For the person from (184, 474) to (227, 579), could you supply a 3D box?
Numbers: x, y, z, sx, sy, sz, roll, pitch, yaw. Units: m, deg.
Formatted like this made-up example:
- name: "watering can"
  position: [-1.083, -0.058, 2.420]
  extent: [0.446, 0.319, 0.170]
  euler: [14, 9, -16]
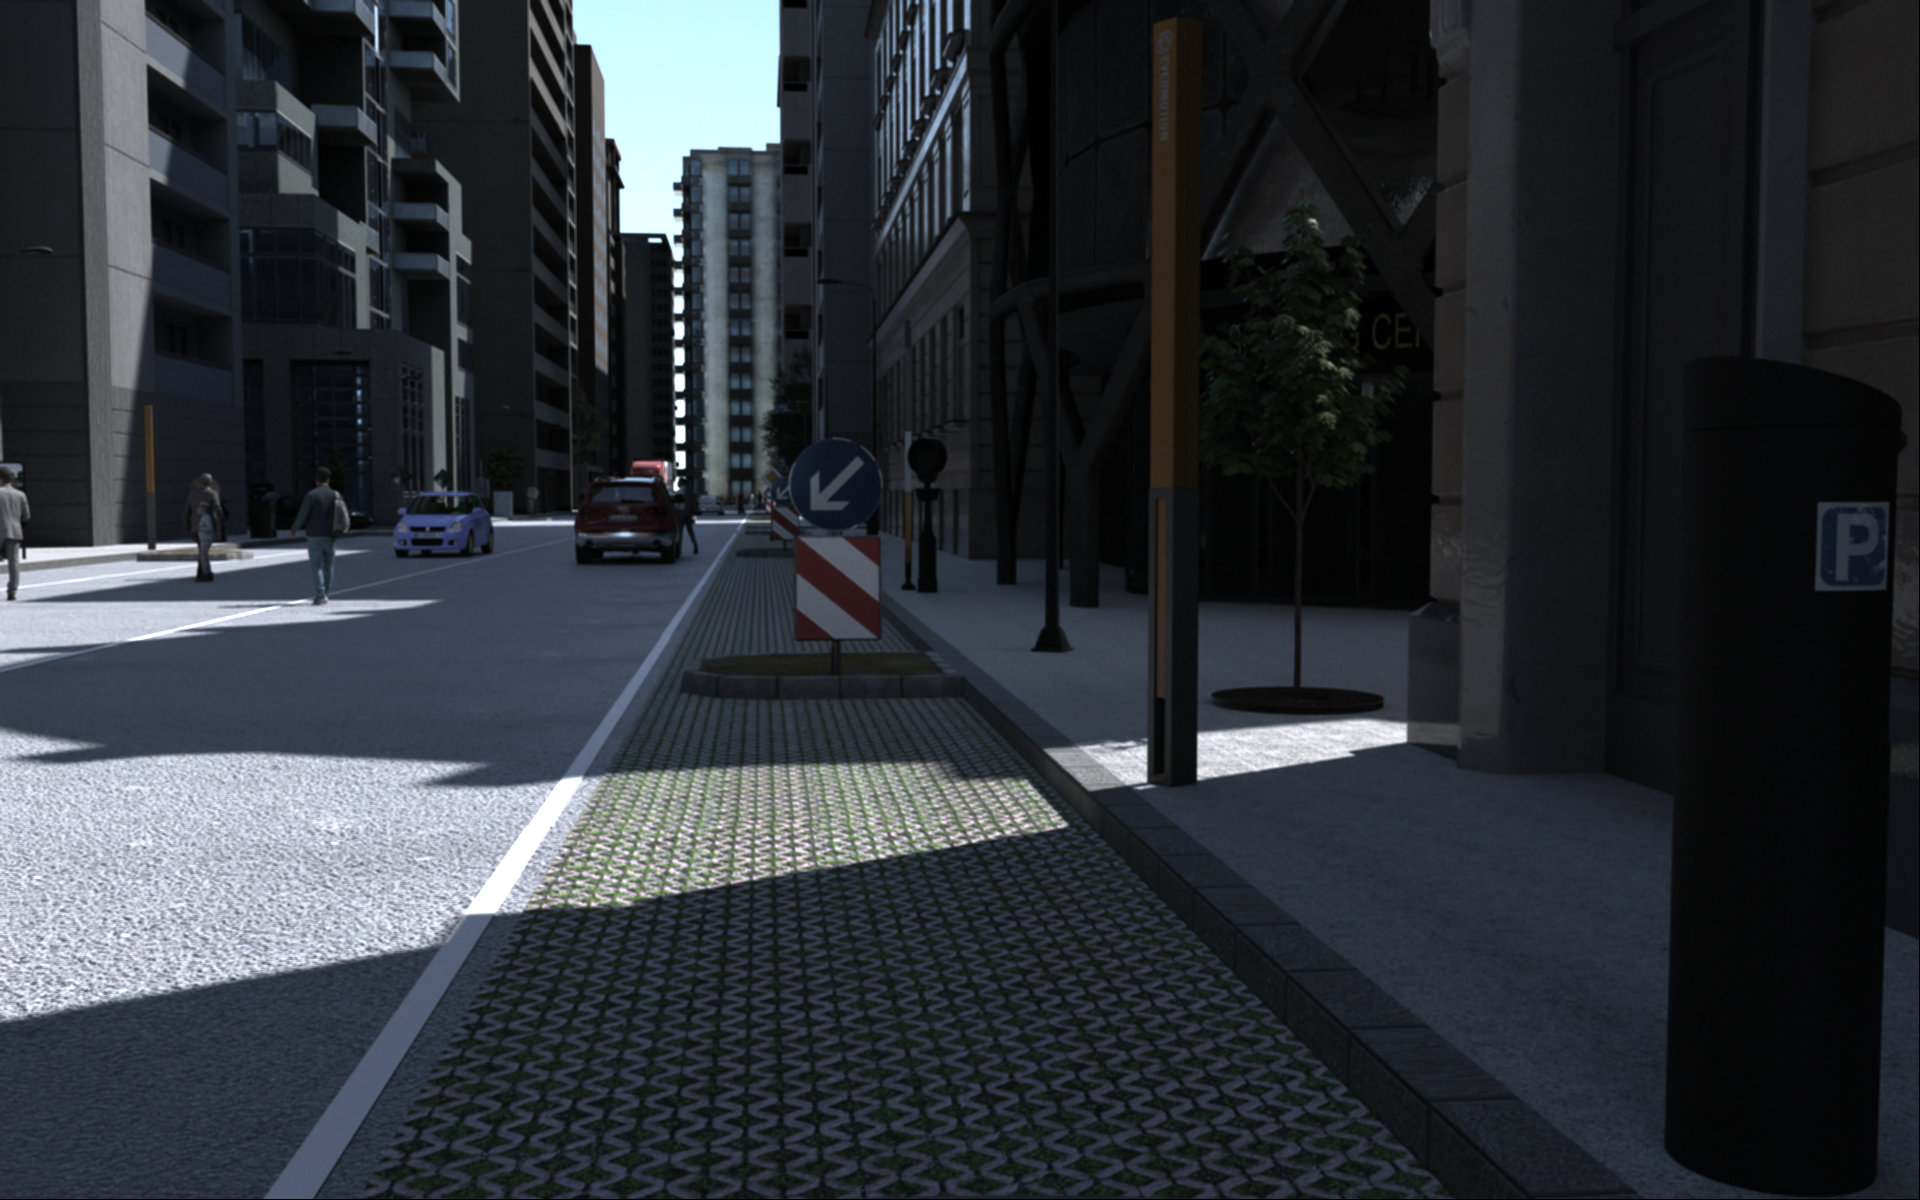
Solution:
- name: "person"
  position: [-12.839, -1.262, 29.531]
  extent: [0.661, 1.777, 0.834]
  euler: [0, 4, 1]

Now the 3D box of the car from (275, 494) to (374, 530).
- name: "car"
  position: [-23.805, -3.297, 63.698]
  extent: [4.222, 1.686, 2.009]
  euler: [0, 4, -7]

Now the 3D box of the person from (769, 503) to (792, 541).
- name: "person"
  position: [-5.351, -2.662, 52.124]
  extent: [0.778, 1.811, 0.616]
  euler: [-3, 5, -40]

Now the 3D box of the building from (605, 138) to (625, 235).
- name: "building"
  position: [-53.067, -33.675, 205.202]
  extent: [28.867, 44.769, 22.147]
  euler: [0, 4, -7]

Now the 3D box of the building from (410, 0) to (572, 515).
- name: "building"
  position: [-38.009, -30.035, 114.770]
  extent: [21.300, 48.544, 21.600]
  euler: [0, 4, -7]

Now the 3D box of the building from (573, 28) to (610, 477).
- name: "building"
  position: [-42.218, -31.781, 169.730]
  extent: [14.600, 45.320, 14.200]
  euler: [0, 4, -7]

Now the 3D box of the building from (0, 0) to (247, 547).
- name: "building"
  position: [-36.000, -30.891, 47.075]
  extent: [28.212, 58.520, 21.231]
  euler: [0, 4, -7]

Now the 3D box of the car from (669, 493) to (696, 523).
- name: "car"
  position: [-13.693, -4.540, 83.269]
  extent: [2.155, 1.783, 4.494]
  euler: [0, 4, -5]

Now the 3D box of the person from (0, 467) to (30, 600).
- name: "person"
  position: [-12.956, -0.900, 23.413]
  extent: [0.583, 1.804, 0.606]
  euler: [2, 4, 31]

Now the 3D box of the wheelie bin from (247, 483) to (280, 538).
- name: "wheelie bin"
  position: [-20.249, -2.593, 50.308]
  extent: [0.980, 1.594, 0.693]
  euler: [0, 4, -4]

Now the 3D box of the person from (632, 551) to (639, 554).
- name: "person"
  position: [-7.868, -2.033, 41.868]
  extent: [0.709, 1.813, 0.853]
  euler: [-3, 4, -37]

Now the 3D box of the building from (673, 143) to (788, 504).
- name: "building"
  position: [-23.816, -37.890, 239.115]
  extent: [30.456, 49.044, 23.786]
  euler: [0, 4, -7]

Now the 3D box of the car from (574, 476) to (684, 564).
- name: "car"
  position: [-7.100, -1.750, 37.278]
  extent: [2.281, 1.827, 5.304]
  euler: [0, 4, -7]

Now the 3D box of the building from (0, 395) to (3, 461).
- name: "building"
  position: [-26.997, -15.751, 29.233]
  extent: [14.160, 30.474, 14.107]
  euler: [0, 4, -7]

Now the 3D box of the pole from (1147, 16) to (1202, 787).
- name: "pole"
  position: [0.940, -0.840, 7.581]
  extent: [0.158, 3.312, 0.155]
  euler: [0, 3, 0]

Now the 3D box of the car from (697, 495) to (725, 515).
- name: "car"
  position: [-17.037, -6.454, 117.887]
  extent: [2.083, 1.381, 4.827]
  euler: [0, 4, -5]

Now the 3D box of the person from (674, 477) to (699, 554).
- name: "person"
  position: [-6.555, -2.011, 41.487]
  extent: [0.679, 1.850, 0.850]
  euler: [-3, 5, -44]

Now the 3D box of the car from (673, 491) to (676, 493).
- name: "car"
  position: [-33.084, -11.864, 202.649]
  extent: [2.281, 1.827, 5.304]
  euler: [0, 4, -6]

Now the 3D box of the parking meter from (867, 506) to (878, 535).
- name: "parking meter"
  position: [-2.375, -2.522, 46.938]
  extent: [0.255, 1.863, 0.399]
  euler: [1, 4, 9]

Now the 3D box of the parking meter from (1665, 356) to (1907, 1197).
- name: "parking meter"
  position: [1.560, 0.313, 3.296]
  extent: [0.372, 1.533, 0.369]
  euler: [0, 3, 0]

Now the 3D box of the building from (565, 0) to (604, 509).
- name: "building"
  position: [-42.352, -43.620, 151.439]
  extent: [20.563, 71.187, 20.611]
  euler: [0, 4, -7]

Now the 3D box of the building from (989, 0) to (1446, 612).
- name: "building"
  position: [8.686, -9.574, 23.992]
  extent: [16.820, 18.784, 16.811]
  euler: [0, 4, -7]

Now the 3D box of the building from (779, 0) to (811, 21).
- name: "building"
  position: [0.496, -32.846, 126.273]
  extent: [28.713, 52.752, 27.495]
  euler: [0, 4, -7]

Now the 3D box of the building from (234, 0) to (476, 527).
- name: "building"
  position: [-34.887, -46.901, 79.508]
  extent: [22.319, 86.520, 31.000]
  euler: [0, 4, -7]

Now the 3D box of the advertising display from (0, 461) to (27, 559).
- name: "advertising display"
  position: [-18.848, -1.756, 33.932]
  extent: [0.974, 1.923, 0.123]
  euler: [-2, 4, -35]

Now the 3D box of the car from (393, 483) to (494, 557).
- name: "car"
  position: [-12.070, -1.894, 40.550]
  extent: [1.945, 1.707, 3.694]
  euler: [0, 4, -5]

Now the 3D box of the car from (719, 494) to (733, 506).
- name: "car"
  position: [-29.000, -12.457, 213.887]
  extent: [2.015, 1.641, 3.980]
  euler: [0, 4, -6]

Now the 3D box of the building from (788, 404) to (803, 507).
- name: "building"
  position: [-5.873, -33.254, 167.402]
  extent: [21.300, 48.544, 21.600]
  euler: [0, 4, -7]

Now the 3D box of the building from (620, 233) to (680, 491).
- name: "building"
  position: [-51.679, -33.544, 240.332]
  extent: [23.993, 40.220, 32.217]
  euler: [0, 4, -7]

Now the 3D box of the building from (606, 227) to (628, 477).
- name: "building"
  position: [-43.214, -25.266, 184.795]
  extent: [14.160, 30.474, 14.107]
  euler: [0, 4, -7]

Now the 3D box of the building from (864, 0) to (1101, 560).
- name: "building"
  position: [5.772, -13.131, 47.982]
  extent: [16.112, 22.955, 30.059]
  euler: [0, 4, -7]

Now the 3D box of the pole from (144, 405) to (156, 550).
- name: "pole"
  position: [-18.617, -2.811, 39.809]
  extent: [0.158, 3.312, 0.155]
  euler: [0, 3, 0]

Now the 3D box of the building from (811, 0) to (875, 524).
- name: "building"
  position: [7.555, -32.848, 79.064]
  extent: [28.212, 58.520, 21.231]
  euler: [0, 4, -7]

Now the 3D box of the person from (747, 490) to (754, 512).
- name: "person"
  position: [-16.860, -7.971, 139.666]
  extent: [0.563, 1.720, 0.643]
  euler: [-3, 4, -36]

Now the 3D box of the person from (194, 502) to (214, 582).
- name: "person"
  position: [-12.362, -0.950, 28.313]
  extent: [0.425, 1.301, 0.394]
  euler: [3, 5, 39]

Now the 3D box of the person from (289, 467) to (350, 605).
- name: "person"
  position: [-8.331, -0.843, 22.636]
  extent: [0.721, 1.781, 0.623]
  euler: [2, 4, 31]
